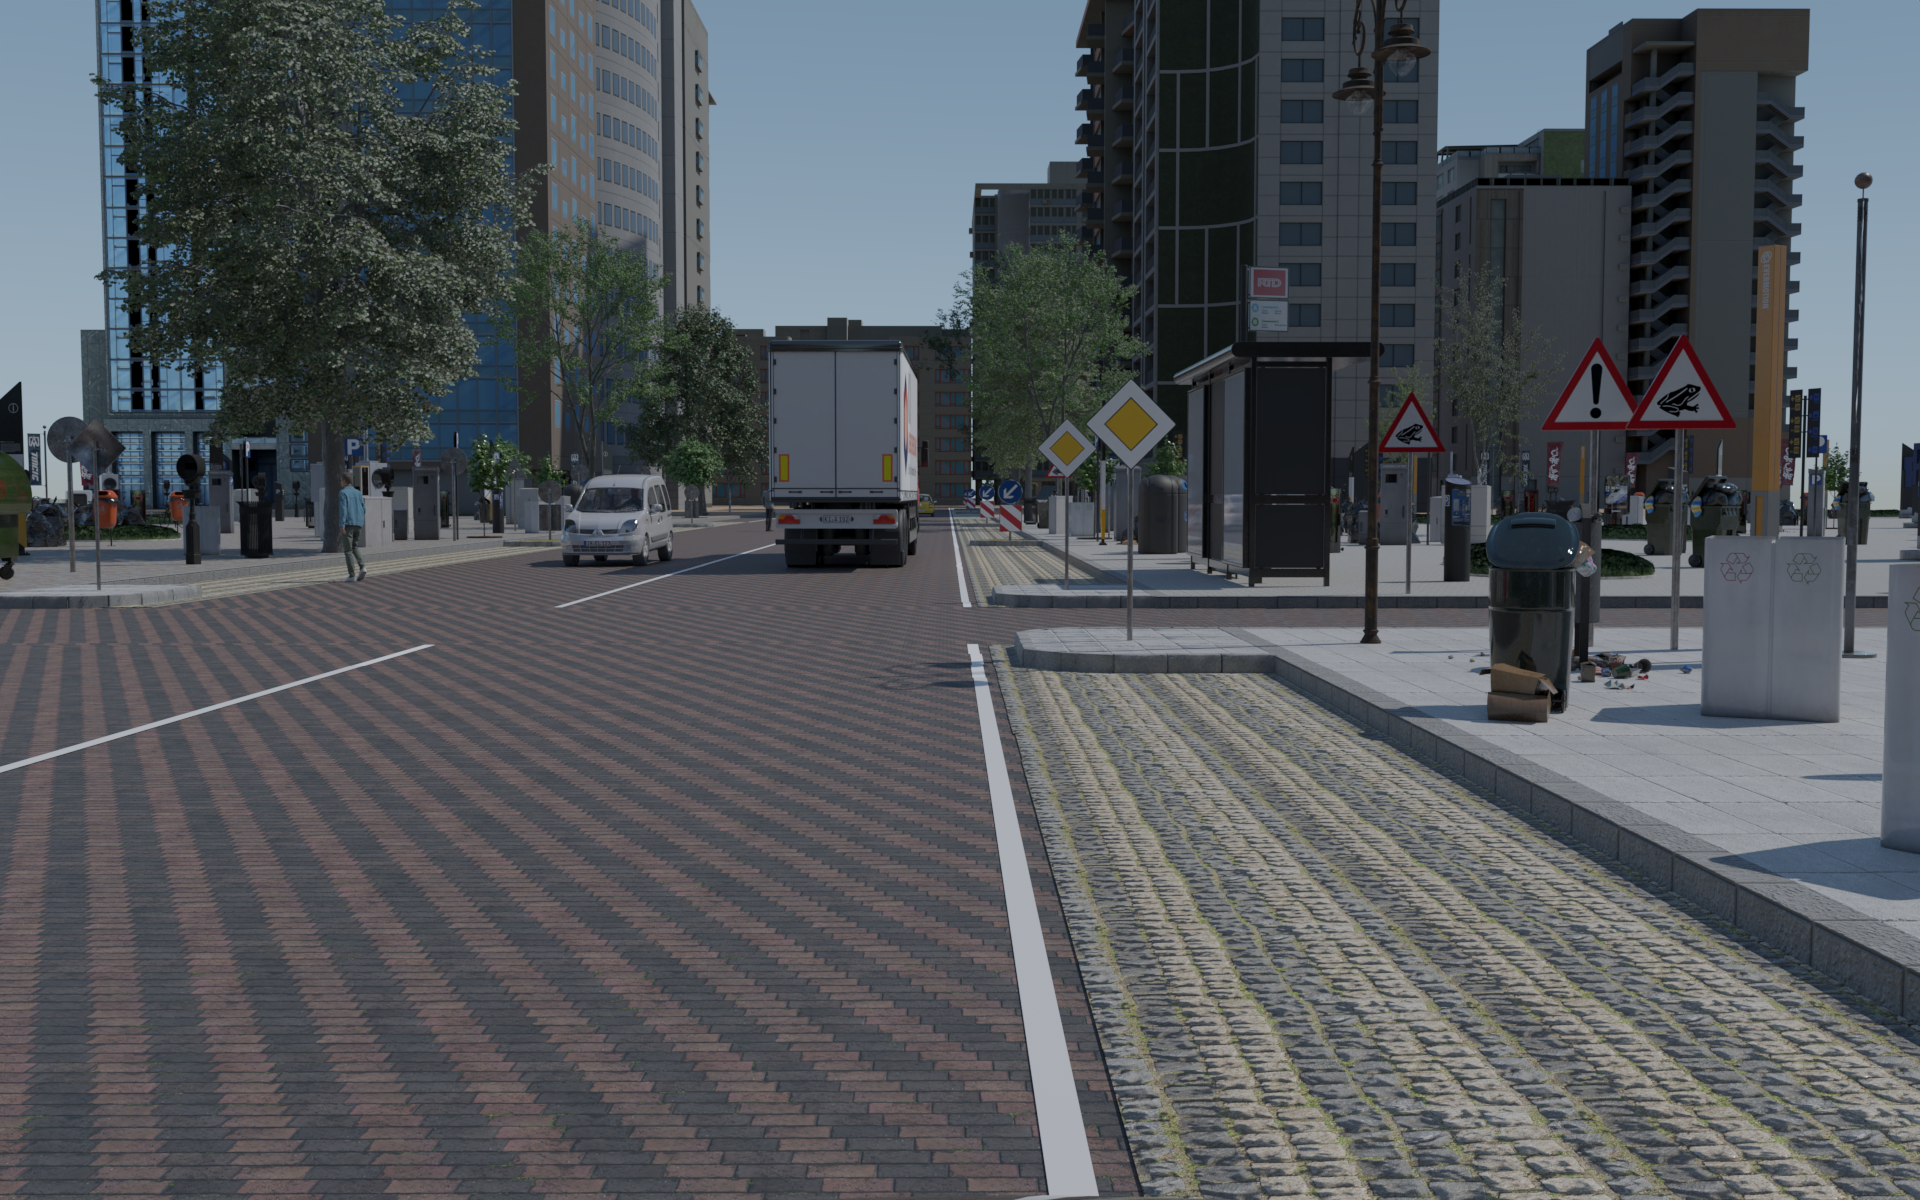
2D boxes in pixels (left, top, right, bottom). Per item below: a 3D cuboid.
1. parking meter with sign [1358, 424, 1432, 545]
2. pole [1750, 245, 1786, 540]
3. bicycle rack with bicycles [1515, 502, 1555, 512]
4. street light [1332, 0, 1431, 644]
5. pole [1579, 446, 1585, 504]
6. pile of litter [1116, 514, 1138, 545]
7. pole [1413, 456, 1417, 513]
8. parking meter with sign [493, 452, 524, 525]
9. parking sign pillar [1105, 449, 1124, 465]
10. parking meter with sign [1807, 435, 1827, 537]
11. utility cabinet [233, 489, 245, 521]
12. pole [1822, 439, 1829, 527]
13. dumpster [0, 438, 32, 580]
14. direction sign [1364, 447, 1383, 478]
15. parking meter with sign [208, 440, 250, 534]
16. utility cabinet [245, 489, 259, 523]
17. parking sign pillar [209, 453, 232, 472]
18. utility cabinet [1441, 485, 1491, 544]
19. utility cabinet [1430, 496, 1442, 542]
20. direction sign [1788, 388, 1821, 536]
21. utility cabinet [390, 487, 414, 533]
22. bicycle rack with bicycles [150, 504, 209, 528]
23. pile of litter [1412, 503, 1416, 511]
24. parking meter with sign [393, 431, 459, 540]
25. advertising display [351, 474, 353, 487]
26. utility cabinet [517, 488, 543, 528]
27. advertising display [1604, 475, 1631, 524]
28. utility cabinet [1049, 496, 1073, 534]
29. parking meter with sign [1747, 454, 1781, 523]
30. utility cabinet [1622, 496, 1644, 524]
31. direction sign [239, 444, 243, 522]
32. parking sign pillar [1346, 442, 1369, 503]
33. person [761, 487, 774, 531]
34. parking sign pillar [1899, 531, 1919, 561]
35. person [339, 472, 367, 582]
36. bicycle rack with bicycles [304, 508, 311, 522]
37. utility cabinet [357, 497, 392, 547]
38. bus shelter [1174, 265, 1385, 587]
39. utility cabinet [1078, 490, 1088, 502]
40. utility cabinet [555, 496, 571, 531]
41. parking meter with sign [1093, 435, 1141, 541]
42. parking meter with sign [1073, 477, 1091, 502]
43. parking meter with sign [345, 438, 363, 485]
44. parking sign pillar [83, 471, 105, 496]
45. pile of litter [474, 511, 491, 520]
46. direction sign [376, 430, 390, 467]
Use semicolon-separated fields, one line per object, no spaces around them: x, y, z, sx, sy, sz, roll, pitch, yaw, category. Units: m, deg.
10.938;-2.893;43.569;1.738;3.016;0.543;1;4;21;parking meter with sign
6.682;-1.254;14.344;0.158;3.312;0.155;0;3;0;pole
31.430;-4.995;95.047;2.852;0.926;2.925;-2;4;-31;bicycle rack with bicycles
3.534;-2.565;14.726;0.468;5.910;1.993;0;4;0;street light
26.457;-4.882;73.671;0.158;3.312;0.155;0;3;0;pole
4.785;-1.843;44.095;1.719;0.858;1.176;0;4;-3;pile of litter
24.090;-5.987;91.727;0.158;3.312;0.155;0;3;0;pole
-18.712;-4.686;72.872;1.738;3.016;0.543;-3;5;-44;parking meter with sign
8.132;-6.151;89.049;1.447;3.967;1.447;-1;4;-9;parking sign pillar
25.663;-3.399;51.834;0.543;3.016;1.738;2;4;30;parking meter with sign
-33.075;-4.355;79.880;1.173;1.500;0.318;3;4;38;utility cabinet
32.324;-4.335;64.721;0.158;3.312;0.155;0;3;0;pole
-14.653;-1.378;25.030;1.502;2.255;1.985;0;4;0;dumpster
19.783;-5.556;82.842;0.876;3.537;0.379;2;4;27;direction sign
-24.028;-3.671;56.288;1.738;3.016;0.543;-1;4;-9;parking meter with sign
-29.420;-3.880;72.114;0.318;1.500;1.173;-2;4;-29;utility cabinet
-40.344;-6.486;94.519;1.447;3.967;1.447;2;4;26;parking sign pillar
12.760;-2.140;43.673;1.173;1.500;0.318;3;4;37;utility cabinet
12.969;-2.179;46.793;0.306;1.237;1.020;0;4;-1;utility cabinet
18.197;-2.776;37.378;0.379;3.537;0.876;-1;4;-16;direction sign
-18.336;-2.904;56.165;1.173;1.500;0.318;1;4;13;utility cabinet
-29.086;-3.190;65.535;2.852;0.926;2.925;0;4;5;bicycle rack with bicycles
22.824;-4.514;87.775;1.719;0.858;1.176;3;4;37;pile of litter
-14.883;-3.181;48.270;1.738;3.016;0.543;-1;4;-12;parking meter with sign
-17.399;-2.789;50.820;0.974;1.923;0.123;1;4;19;advertising display
-15.933;-3.398;64.243;1.173;1.500;0.318;3;4;37;utility cabinet
21.997;-3.227;57.977;0.123;1.923;0.974;-2;4;-28;advertising display
3.223;-2.714;55.535;0.306;1.237;1.020;2;4;35;utility cabinet
35.154;-4.869;75.875;0.543;3.016;1.738;-1;4;-8;parking meter with sign
24.200;-3.146;62.595;0.306;1.237;1.020;-2;4;-27;utility cabinet
-32.465;-5.278;78.293;0.379;3.537;0.876;-2;4;-28;direction sign
20.445;-6.128;88.670;1.447;3.967;1.447;3;5;40;parking sign pillar
-7.316;-3.541;66.579;0.592;1.802;0.473;3;5;41;person
19.067;-2.756;33.526;1.447;3.967;1.447;0;4;7;parking sign pillar
-9.887;-1.182;28.173;0.444;1.785;0.601;2;4;32;person
-29.222;-4.093;80.308;2.852;0.926;2.925;-2;4;-28;bicycle rack with bicycles
-14.235;-1.892;42.089;0.306;1.237;1.020;1;4;20;utility cabinet
4.761;-3.088;28.129;2.179;5.291;8.768;0;4;-1;bus shelter
7.075;-5.352;96.177;1.173;1.500;0.318;3;5;44;utility cabinet
-14.050;-3.046;60.960;0.306;1.237;1.020;-3;4;-38;utility cabinet
4.556;-3.103;46.997;1.738;3.016;0.543;0;4;-6;parking meter with sign
4.602;-3.736;57.341;1.738;3.016;0.543;0;4;0;parking meter with sign
-18.899;-3.487;53.278;0.543;3.016;1.738;0;4;0;parking meter with sign
-48.521;-6.641;97.046;1.447;3.967;1.447;2;4;24;parking sign pillar
-23.090;-4.326;84.699;1.176;0.858;1.719;2;4;30;pile of litter
-19.855;-4.130;59.515;0.379;3.537;0.876;-3;4;-37;direction sign
